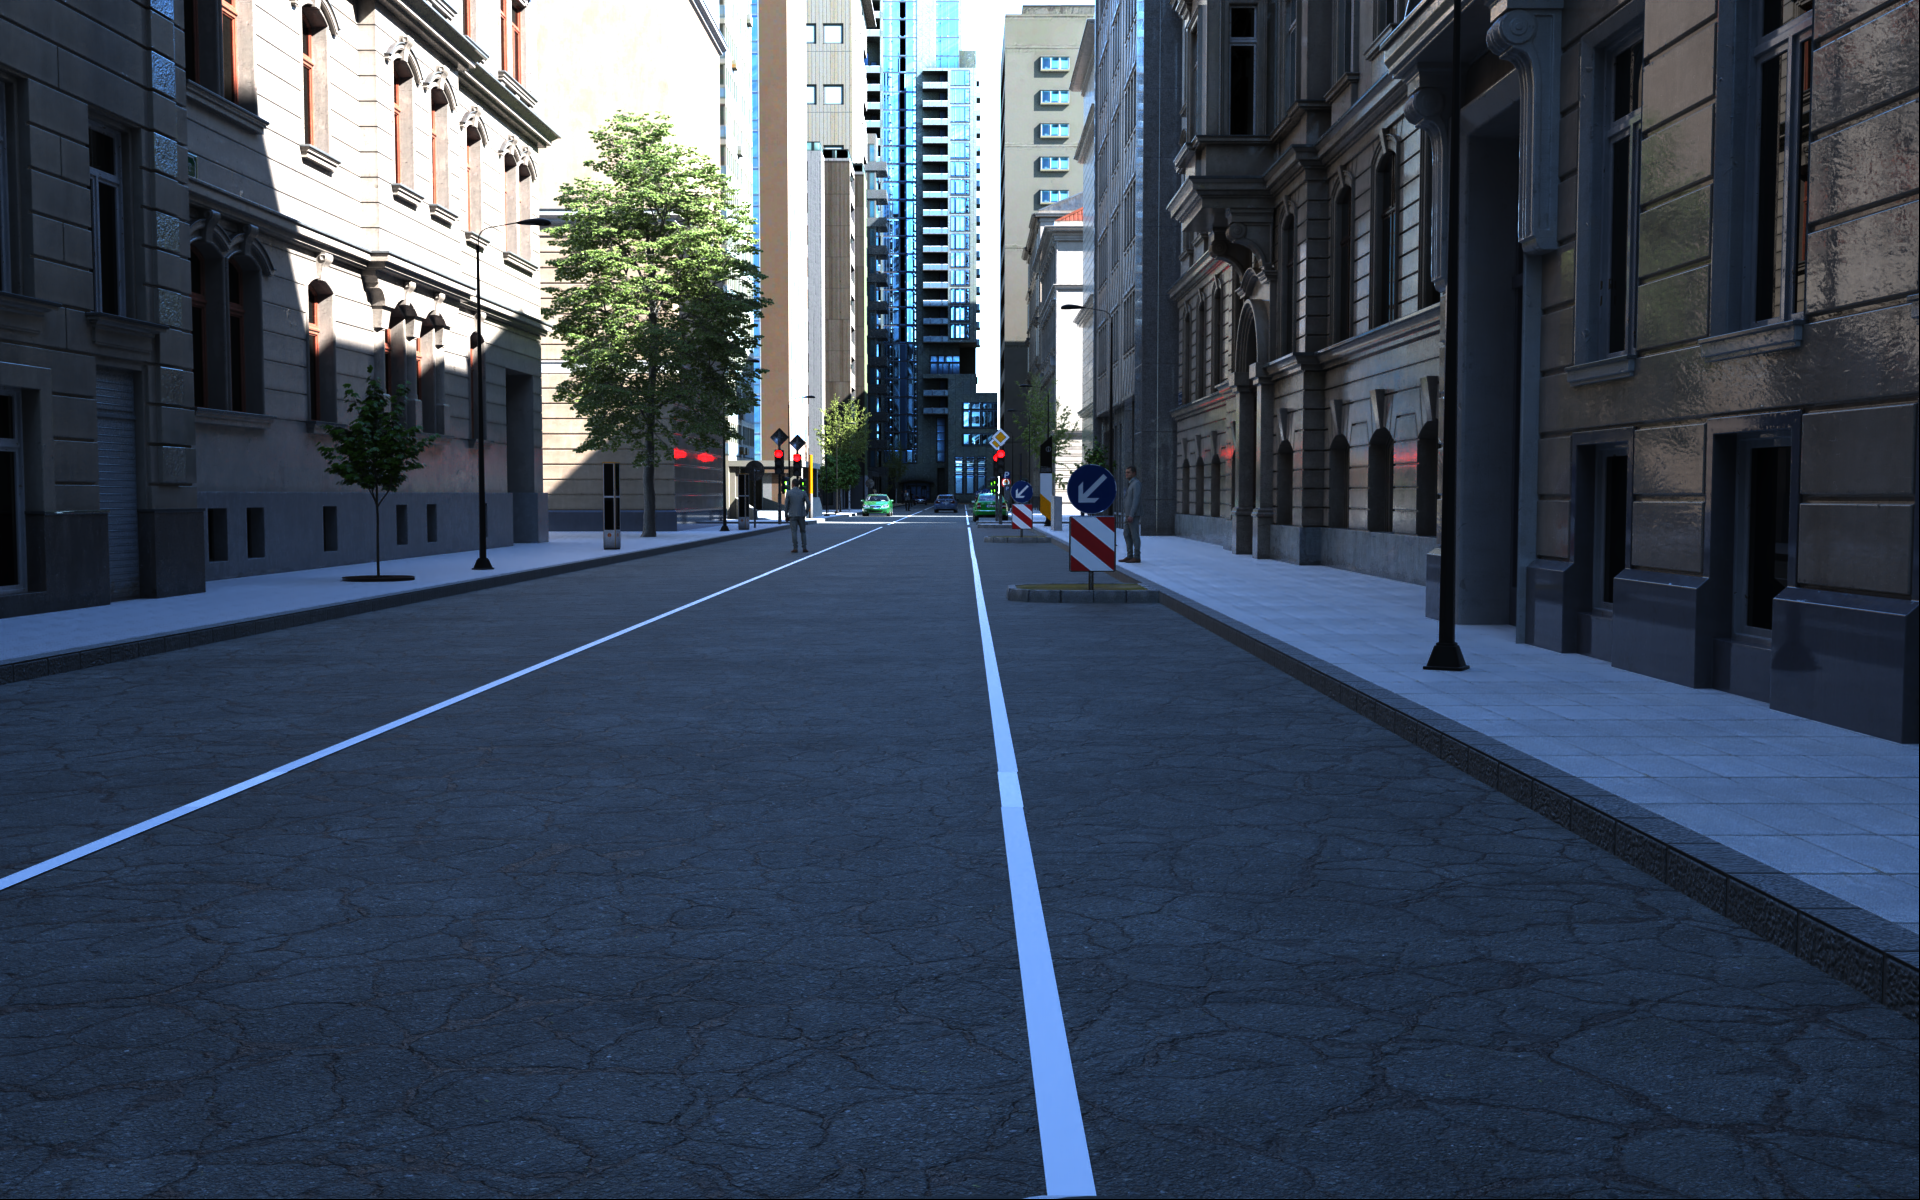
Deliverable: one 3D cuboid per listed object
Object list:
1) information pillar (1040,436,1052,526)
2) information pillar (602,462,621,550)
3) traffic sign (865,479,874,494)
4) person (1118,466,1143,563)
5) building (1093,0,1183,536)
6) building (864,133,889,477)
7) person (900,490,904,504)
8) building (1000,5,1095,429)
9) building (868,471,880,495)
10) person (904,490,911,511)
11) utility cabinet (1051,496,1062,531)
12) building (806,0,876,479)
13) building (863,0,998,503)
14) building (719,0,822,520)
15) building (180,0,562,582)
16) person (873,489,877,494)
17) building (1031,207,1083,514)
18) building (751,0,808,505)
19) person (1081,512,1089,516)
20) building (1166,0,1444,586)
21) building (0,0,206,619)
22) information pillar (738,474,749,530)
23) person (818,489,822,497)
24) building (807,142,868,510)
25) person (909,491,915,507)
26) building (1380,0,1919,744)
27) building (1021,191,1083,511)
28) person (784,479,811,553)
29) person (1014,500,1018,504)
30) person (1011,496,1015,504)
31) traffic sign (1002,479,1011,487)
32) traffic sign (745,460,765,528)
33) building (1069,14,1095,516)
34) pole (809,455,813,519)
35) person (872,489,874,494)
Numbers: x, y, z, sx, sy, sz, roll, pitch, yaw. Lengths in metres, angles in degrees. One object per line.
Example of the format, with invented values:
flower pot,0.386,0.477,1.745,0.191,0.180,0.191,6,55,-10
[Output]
information pillar,3.447,-4.748,68.984,0.504,3.616,0.183,0,4,8
information pillar,-8.052,-2.174,40.033,0.304,2.012,0.304,1,4,12
traffic sign,-7.617,-8.951,146.452,0.768,2.556,0.104,0,4,3
person,3.231,-1.604,32.370,0.391,1.810,0.635,-1,4,-11
building,11.571,-14.941,62.310,12.078,24.808,19.932,0,3,0
building,-24.463,-36.641,218.686,30.456,49.044,23.786,0,3,0
person,-7.535,-13.329,224.423,0.568,1.767,0.683,-2,4,-24
building,14.784,-33.394,169.694,21.300,48.544,21.600,0,3,0
building,-19.547,-46.173,193.176,20.563,71.187,20.611,0,3,0
person,-4.489,-8.481,147.342,0.592,1.802,0.473,0,4,-5
utility cabinet,3.405,-3.048,61.000,0.306,1.237,1.020,0,4,-4
building,-23.064,-35.505,169.738,28.713,52.752,27.495,0,3,0
building,-10.171,-57.359,250.487,31.000,86.520,22.319,0,3,0
building,-24.171,-24.546,93.216,32.217,40.220,23.993,0,3,0
building,-17.246,-15.108,34.399,14.401,28.519,23.554,0,3,0
person,-6.309,-7.325,128.443,0.728,1.800,0.709,1,4,19
building,11.127,-17.339,119.647,11.583,22.565,21.152,0,3,0
building,-18.349,-28.882,122.337,14.600,45.320,14.200,0,3,0
person,4.656,-3.516,63.438,0.656,1.842,0.836,-3,5,-40
building,11.647,-13.203,34.961,14.460,24.649,34.723,0,3,0
building,-15.513,-12.993,9.705,12.463,27.353,25.104,0,3,0
information pillar,-7.779,-3.535,62.288,0.304,2.012,0.304,1,4,20
person,-10.771,-7.712,131.932,0.447,1.846,0.655,1,4,14
building,-15.140,-22.825,144.897,14.160,30.474,14.107,0,3,0
person,-5.519,-11.342,193.953,1.348,1.822,0.705,0,4,8
building,11.051,-13.551,7.469,13.634,28.700,20.117,0,3,0
building,11.683,-21.169,143.382,12.463,27.353,25.104,0,3,0
person,-3.991,-2.073,42.488,0.635,1.810,0.391,-1,4,-22
person,3.690,-6.292,109.330,0.534,1.772,0.576,3,4,36
person,4.839,-9.331,158.241,0.705,1.869,1.348,1,4,8
traffic sign,3.548,-8.149,133.341,0.768,2.556,0.104,0,4,1
traffic sign,-7.778,-4.006,65.601,0.768,2.556,0.104,1,4,9
building,17.742,-18.415,88.476,23.554,28.519,14.401,0,3,0
pole,-7.780,-5.896,90.249,0.158,3.312,0.155,0,3,0
person,-8.094,-9.699,165.147,0.721,1.766,1.217,-1,4,-20
